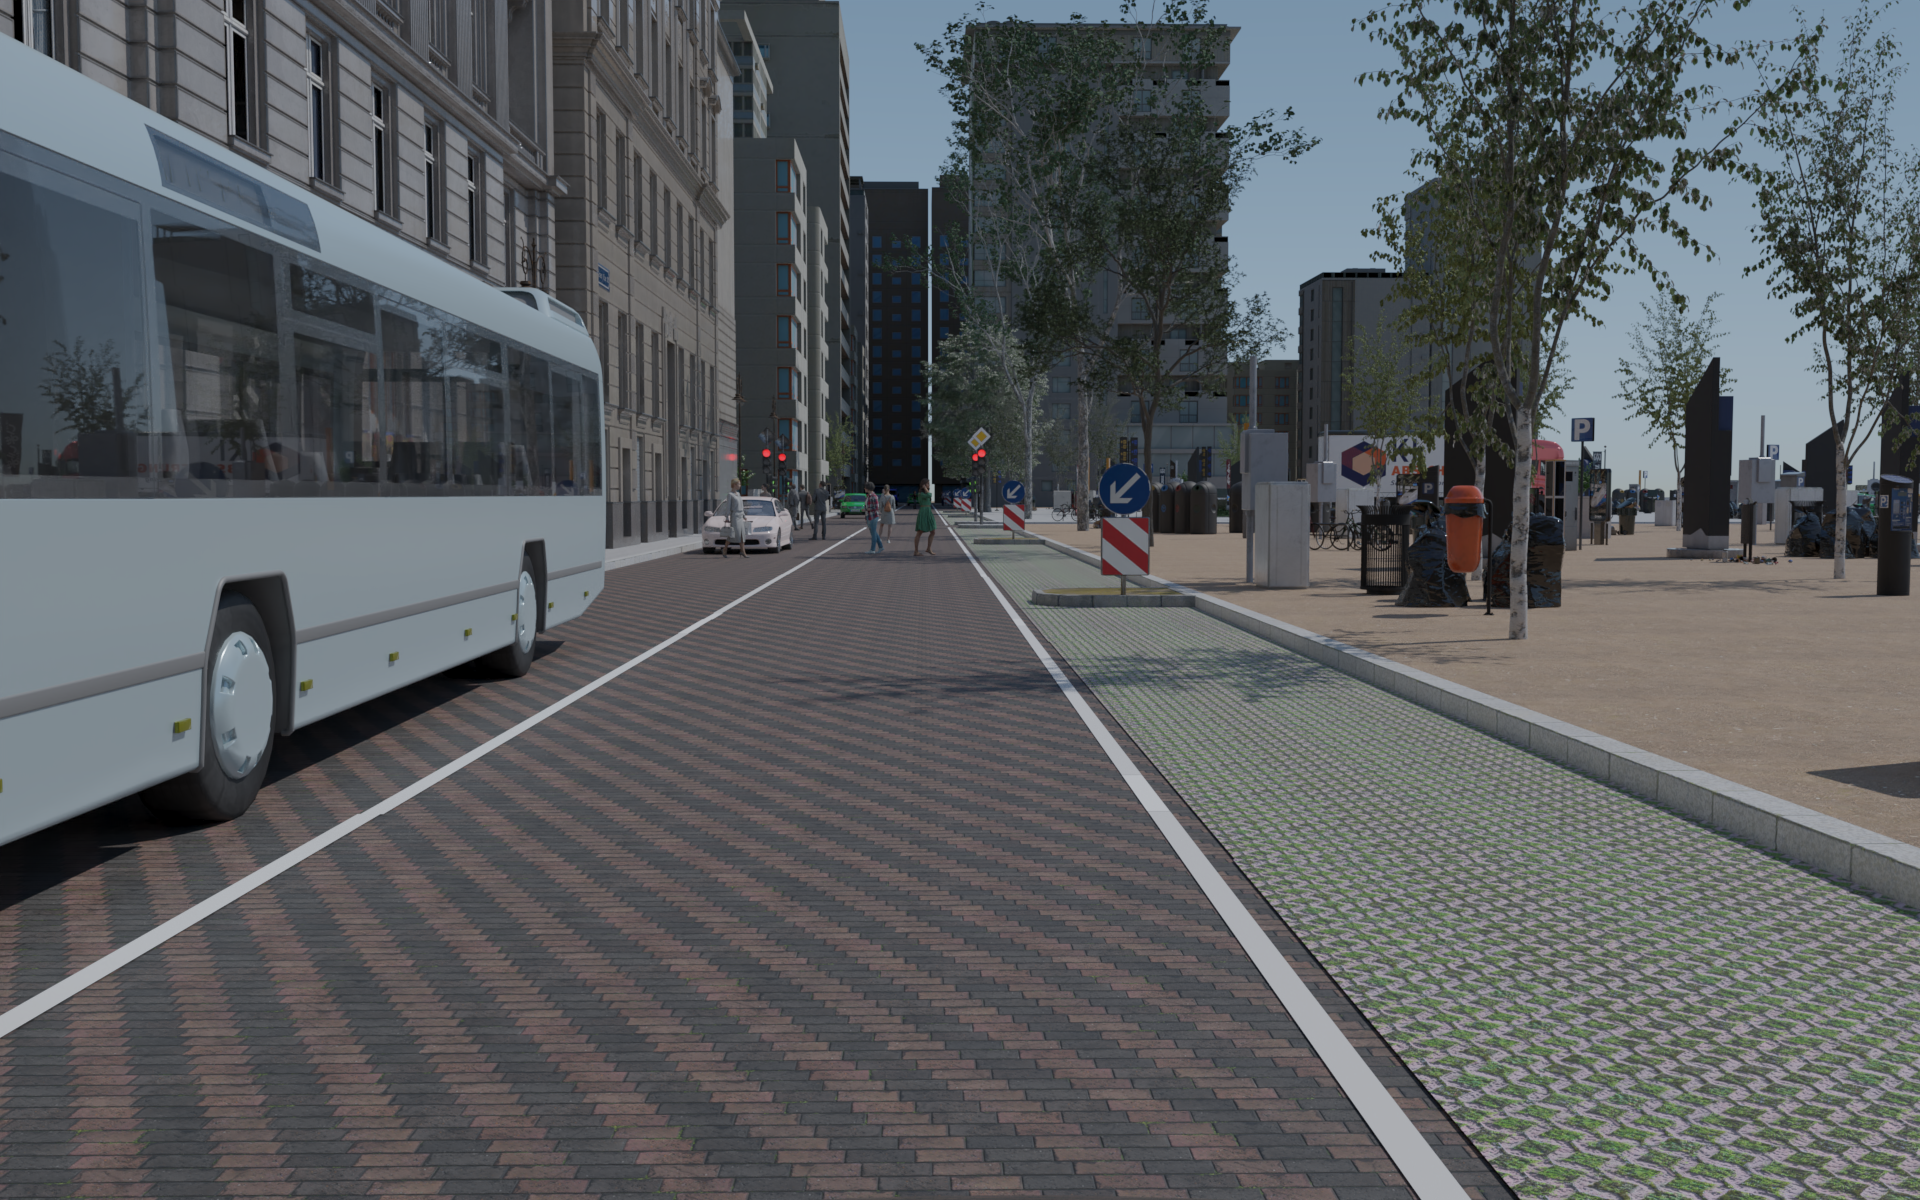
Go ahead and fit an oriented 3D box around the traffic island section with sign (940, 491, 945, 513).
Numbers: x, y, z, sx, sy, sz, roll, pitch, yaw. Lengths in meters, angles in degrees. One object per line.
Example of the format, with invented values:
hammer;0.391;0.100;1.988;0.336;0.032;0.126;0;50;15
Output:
traffic island section with sign;-0.315;-7.576;132.488;1.989;1.847;2.006;0;4;-1

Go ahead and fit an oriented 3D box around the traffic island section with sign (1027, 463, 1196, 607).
traffic island section with sign;1.961;-0.860;22.686;1.989;1.847;2.006;0;4;-1

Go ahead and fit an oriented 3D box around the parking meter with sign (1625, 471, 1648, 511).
parking meter with sign;50.904;-8.224;130.729;0.543;3.016;1.738;-3;5;-41

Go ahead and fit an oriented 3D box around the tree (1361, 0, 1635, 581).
tree;7.811;-4.605;25.652;4.737;8.622;4.395;0;3;0

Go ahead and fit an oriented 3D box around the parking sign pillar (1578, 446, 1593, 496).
parking sign pillar;34.919;-6.607;96.489;1.447;3.967;1.447;0;4;-6

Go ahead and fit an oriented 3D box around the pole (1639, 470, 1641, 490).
pole;57.748;-9.377;147.156;0.158;3.312;0.155;0;3;0

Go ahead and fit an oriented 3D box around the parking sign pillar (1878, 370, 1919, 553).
parking sign pillar;20.872;-3.058;38.464;1.447;3.967;1.447;1;4;11

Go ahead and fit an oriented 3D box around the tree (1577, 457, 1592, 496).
tree;32.395;-5.884;90.798;1.663;3.219;1.824;0;3;0

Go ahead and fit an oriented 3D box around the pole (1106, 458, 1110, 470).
pole;8.407;-6.389;98.302;0.158;3.312;0.155;0;3;0

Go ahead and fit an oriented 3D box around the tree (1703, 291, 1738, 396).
tree;24.847;-6.696;59.847;4.737;8.622;4.395;0;3;0

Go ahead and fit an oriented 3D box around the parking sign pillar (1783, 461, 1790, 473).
parking sign pillar;67.573;-9.322;140.893;1.447;3.967;1.447;3;4;39

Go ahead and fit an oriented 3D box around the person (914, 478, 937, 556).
person;-0.819;-1.929;40.290;0.529;1.795;0.600;1;4;15

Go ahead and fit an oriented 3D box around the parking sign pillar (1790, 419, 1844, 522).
parking sign pillar;31.164;-4.535;62.620;1.447;3.967;1.447;0;4;2

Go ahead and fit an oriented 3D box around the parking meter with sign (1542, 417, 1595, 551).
parking meter with sign;13.569;-2.619;39.082;1.738;3.016;0.543;-3;4;-39

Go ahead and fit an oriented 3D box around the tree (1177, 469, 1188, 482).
tree;17.590;-8.595;135.129;1.663;3.219;1.824;0;3;0

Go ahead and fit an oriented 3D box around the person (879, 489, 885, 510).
person;-5.202;-6.685;118.292;0.782;1.767;0.515;2;4;28

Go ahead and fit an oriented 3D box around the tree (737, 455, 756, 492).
tree;-9.785;-4.831;73.588;1.663;3.219;1.824;0;3;0

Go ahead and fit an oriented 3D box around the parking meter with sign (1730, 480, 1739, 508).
parking meter with sign;42.200;-6.021;94.704;1.738;3.016;0.543;2;4;33

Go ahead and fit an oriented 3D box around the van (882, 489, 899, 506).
van;-8.279;-12.255;204.755;2.240;2.365;5.245;0;4;-1

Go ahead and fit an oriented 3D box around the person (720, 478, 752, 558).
person;-5.054;-1.839;38.915;0.624;1.780;0.694;3;4;38

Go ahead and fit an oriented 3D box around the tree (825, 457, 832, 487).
tree;-10.645;-8.430;121.550;4.285;4.588;4.351;0;3;0

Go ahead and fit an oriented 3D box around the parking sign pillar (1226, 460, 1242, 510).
parking sign pillar;20.047;-8.396;125.743;1.447;3.967;1.447;1;4;22

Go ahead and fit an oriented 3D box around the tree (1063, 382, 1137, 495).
tree;9.164;-9.835;111.160;4.360;8.622;3.978;0;3;0

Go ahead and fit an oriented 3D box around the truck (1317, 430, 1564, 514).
truck;21.830;-5.415;77.453;11.283;4.237;2.839;0;4;1

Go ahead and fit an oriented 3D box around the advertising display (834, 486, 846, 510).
advertising display;-9.859;-8.362;141.940;0.974;1.923;0.123;0;4;3

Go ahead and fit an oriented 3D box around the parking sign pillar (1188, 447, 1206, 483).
parking sign pillar;13.497;-6.781;99.335;1.447;3.967;1.447;-1;4;-16

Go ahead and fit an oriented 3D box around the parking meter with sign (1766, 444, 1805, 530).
parking meter with sign;28.925;-3.911;60.208;0.543;3.016;1.738;-2;4;-25

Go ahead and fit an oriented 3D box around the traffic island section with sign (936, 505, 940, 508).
traffic island section with sign;-1.361;-10.651;182.779;1.989;1.847;2.006;0;4;-1

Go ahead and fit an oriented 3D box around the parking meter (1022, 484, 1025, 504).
parking meter;3.891;-5.926;102.609;0.399;1.863;0.255;-1;4;-15

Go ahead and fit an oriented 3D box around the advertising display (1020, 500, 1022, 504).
advertising display;4.970;-8.338;141.542;0.123;1.923;0.974;0;4;-3

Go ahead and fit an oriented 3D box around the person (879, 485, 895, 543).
person;-2.140;-2.518;50.680;0.512;1.701;0.522;-1;4;-14

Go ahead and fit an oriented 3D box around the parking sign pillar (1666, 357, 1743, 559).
parking sign pillar;15.013;-2.833;34.785;1.447;3.967;1.447;0;4;1

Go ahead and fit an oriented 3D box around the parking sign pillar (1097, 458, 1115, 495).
parking sign pillar;10.701;-8.476;127.056;1.447;3.967;1.447;0;4;-7

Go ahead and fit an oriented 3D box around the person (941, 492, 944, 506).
person;-1.985;-11.372;195.364;0.436;1.711;0.756;0;4;6

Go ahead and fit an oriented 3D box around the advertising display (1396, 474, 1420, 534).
advertising display;14.353;-3.048;55.046;0.974;1.923;0.123;0;4;5

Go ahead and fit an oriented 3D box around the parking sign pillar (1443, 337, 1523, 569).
parking sign pillar;9.140;-2.553;30.218;1.447;3.967;1.447;3;5;40

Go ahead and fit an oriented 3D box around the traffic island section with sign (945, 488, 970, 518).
traffic island section with sign;0.247;-5.907;105.214;1.989;1.847;2.006;0;4;-1

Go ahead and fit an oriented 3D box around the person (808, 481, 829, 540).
person;-4.431;-2.808;54.222;0.655;1.846;0.447;-2;4;-32

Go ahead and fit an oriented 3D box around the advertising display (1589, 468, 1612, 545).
advertising display;16.203;-2.363;43.853;0.123;1.923;0.974;0;4;-5

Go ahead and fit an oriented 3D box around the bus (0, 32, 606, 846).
bus;-4.489;-0.945;10.318;2.948;3.499;13.247;0;4;-2

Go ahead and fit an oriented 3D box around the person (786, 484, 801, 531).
person;-6.508;-3.614;67.684;0.679;1.850;0.850;3;5;43

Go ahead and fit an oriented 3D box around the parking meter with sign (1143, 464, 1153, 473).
parking meter with sign;10.797;-6.341;99.934;0.543;3.016;1.738;0;4;2

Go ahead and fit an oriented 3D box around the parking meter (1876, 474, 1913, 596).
parking meter;11.835;-0.826;21.923;0.372;1.533;0.369;0;3;0

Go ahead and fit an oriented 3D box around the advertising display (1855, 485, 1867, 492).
advertising display;63.455;-7.132;121.819;0.974;1.923;0.123;0;4;-2

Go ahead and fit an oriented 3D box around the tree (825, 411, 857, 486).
tree;-10.926;-12.392;152.969;4.737;8.622;4.395;0;3;0

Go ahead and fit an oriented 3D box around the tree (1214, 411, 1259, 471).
tree;24.659;-12.377;152.725;4.737;8.622;4.395;0;3;0

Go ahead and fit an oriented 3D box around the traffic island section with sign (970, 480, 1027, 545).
traffic island section with sign;1.393;-2.508;49.635;1.989;1.847;2.006;0;4;-1

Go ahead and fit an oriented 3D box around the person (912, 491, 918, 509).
person;-4.206;-9.446;163.765;0.721;1.723;1.217;2;4;33

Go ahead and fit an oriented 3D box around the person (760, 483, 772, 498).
person;-6.512;-2.956;57.169;0.599;1.781;0.374;1;4;22

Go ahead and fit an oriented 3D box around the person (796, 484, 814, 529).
person;-6.354;-3.804;70.656;0.622;1.834;0.822;-3;4;-38

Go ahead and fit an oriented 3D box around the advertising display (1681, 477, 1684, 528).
advertising display;27.631;-3.671;65.231;0.974;1.923;0.123;1;4;21

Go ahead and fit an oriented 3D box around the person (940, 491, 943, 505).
person;-2.154;-12.906;219.647;1.348;1.807;0.705;-3;5;-44

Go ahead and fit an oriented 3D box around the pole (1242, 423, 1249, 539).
pole;8.239;-3.428;49.892;0.158;3.312;0.155;0;3;0

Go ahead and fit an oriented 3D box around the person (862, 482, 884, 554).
person;-2.083;-1.977;41.655;0.643;1.720;0.563;-1;4;-18
